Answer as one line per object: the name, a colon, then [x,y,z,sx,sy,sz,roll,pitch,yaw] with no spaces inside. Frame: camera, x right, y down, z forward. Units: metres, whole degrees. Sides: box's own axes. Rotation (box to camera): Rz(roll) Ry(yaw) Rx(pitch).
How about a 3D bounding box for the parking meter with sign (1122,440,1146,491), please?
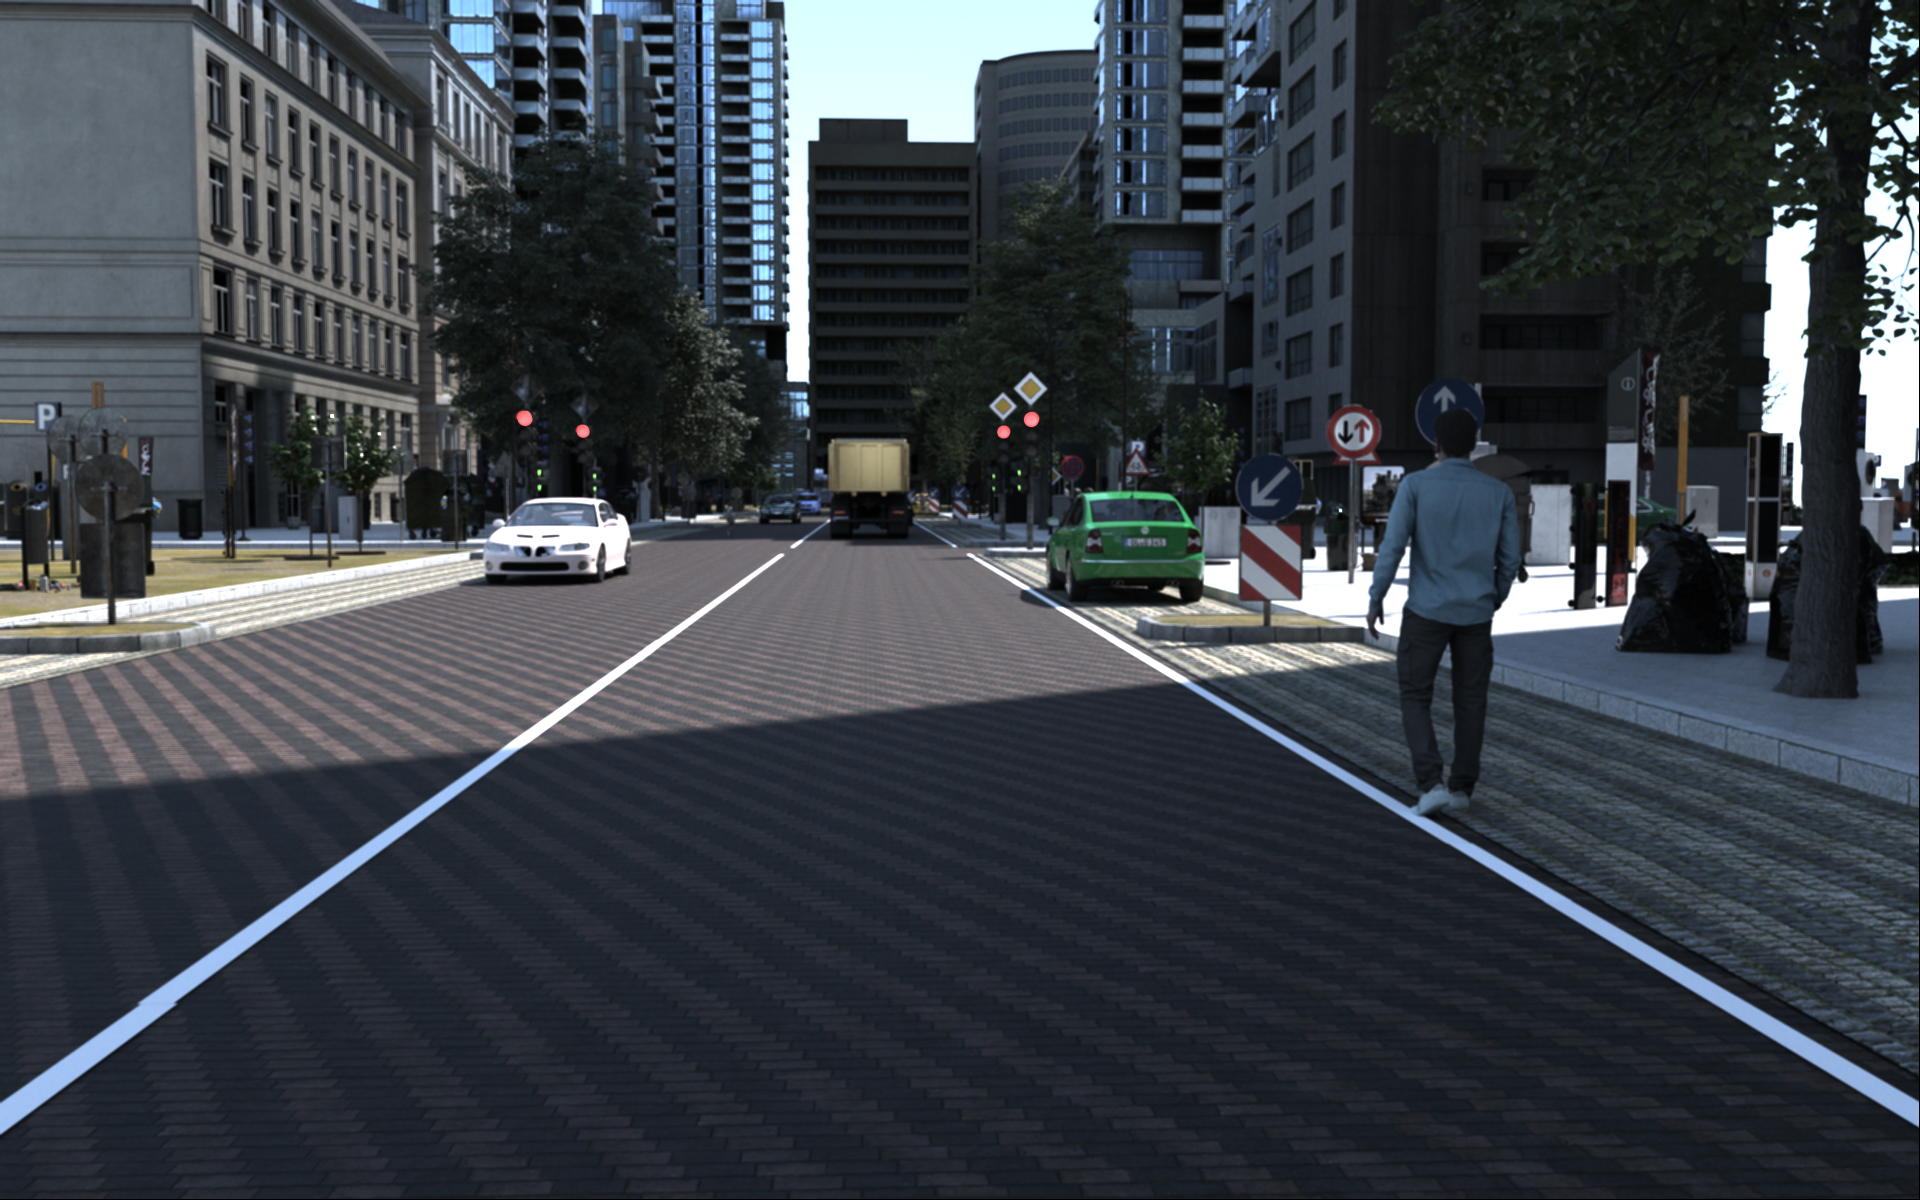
parking meter with sign: [5.470,-3.634,55.676,0.543,3.016,1.738,1,4,23]

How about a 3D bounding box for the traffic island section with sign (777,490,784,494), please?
traffic island section with sign: [-15.434,-8.619,149.546,1.989,1.847,2.006,0,4,-3]

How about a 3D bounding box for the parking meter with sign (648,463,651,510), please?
parking meter with sign: [-17.401,-6.158,96.937,0.543,3.016,1.738,0,4,5]

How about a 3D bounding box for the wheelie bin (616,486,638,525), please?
wheelie bin: [-14.998,-4.332,78.734,0.980,1.594,0.693,-2,4,-31]

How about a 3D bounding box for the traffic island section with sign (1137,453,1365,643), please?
traffic island section with sign: [2.846,-0.543,17.503,1.989,1.847,2.006,0,4,-3]

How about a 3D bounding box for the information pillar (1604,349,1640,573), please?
information pillar: [10.795,-2.255,28.217,0.504,3.616,0.183,3,4,38]

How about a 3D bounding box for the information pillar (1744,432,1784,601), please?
information pillar: [9.661,-0.999,20.823,0.304,2.012,0.304,0,4,4]

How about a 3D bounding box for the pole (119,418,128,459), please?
pole: [-22.435,-3.219,46.467,0.158,3.312,0.155,0,3,0]

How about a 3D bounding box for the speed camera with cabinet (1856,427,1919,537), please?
speed camera with cabinet: [27.642,-3.494,51.460,2.038,3.252,0.660,2,4,24]

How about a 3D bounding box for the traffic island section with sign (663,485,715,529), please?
traffic island section with sign: [-11.222,-3.867,71.846,1.989,1.847,2.006,0,4,-3]

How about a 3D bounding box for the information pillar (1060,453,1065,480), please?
information pillar: [5.897,-6.626,99.685,0.183,3.616,0.504,2,4,34]

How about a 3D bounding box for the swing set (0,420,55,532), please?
swing set: [-20.655,-2.378,36.506,3.119,2.851,2.862,-3,5,-41]

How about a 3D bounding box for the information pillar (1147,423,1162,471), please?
information pillar: [6.422,-4.021,57.098,0.504,3.616,0.183,0,4,-5]

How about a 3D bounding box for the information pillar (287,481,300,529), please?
information pillar: [-24.214,-3.571,62.877,0.304,2.012,0.304,2,4,34]

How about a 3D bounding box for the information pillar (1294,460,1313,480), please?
information pillar: [7.409,-2.015,37.430,0.304,2.012,0.304,-1,4,-19]

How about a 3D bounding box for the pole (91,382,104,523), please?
pole: [-15.734,-2.315,31.688,0.158,3.312,0.155,0,3,0]

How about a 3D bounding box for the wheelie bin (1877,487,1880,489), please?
wheelie bin: [43.877,-4.576,82.731,0.693,1.594,0.980,3,5,44]

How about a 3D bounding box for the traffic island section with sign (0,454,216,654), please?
traffic island section with sign: [-8.225,-0.471,16.336,1.989,1.847,2.006,0,4,-3]

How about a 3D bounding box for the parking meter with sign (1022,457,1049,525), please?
parking meter with sign: [3.345,-4.643,72.180,0.543,3.016,1.738,-3,4,-36]

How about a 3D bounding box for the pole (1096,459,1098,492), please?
pole: [7.954,-6.560,101.105,0.158,3.312,0.155,0,3,0]

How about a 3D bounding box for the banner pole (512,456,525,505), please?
banner pole: [-21.580,-5.772,84.391,0.863,3.779,0.401,-2,4,-32]

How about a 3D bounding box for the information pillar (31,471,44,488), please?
information pillar: [-28.989,-3.057,54.474,0.304,2.012,0.304,-3,4,-37]

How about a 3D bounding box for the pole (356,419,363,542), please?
pole: [-16.011,-3.197,46.117,0.158,3.312,0.155,0,3,0]

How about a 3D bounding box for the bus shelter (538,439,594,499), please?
bus shelter: [-16.906,-5.136,75.258,1.731,3.624,6.357,0,4,-3]

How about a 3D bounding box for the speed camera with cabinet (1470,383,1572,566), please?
speed camera with cabinet: [9.929,-2.255,31.212,2.038,3.252,0.660,0,4,-1]

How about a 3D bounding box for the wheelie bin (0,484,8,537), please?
wheelie bin: [-28.860,-2.705,52.141,0.980,1.594,0.693,0,4,-2]

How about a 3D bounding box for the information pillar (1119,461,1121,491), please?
information pillar: [11.331,-8.049,122.961,0.183,3.616,0.504,0,4,-2]

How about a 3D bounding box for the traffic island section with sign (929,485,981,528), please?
traffic island section with sign: [-0.153,-3.939,73.032,1.989,1.847,2.006,0,4,-3]

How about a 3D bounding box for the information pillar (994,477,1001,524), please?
information pillar: [1.643,-4.217,73.437,0.304,2.012,0.304,-3,5,-44]

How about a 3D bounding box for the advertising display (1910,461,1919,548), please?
advertising display: [18.979,-1.735,33.588,0.974,1.923,0.123,1,4,8]

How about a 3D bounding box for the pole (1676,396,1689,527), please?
pole: [15.068,-2.587,36.133,0.158,3.312,0.155,0,3,0]

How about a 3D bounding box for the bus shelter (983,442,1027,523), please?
bus shelter: [2.120,-5.349,78.740,1.731,3.624,6.357,0,4,-3]

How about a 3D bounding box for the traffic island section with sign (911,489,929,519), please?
traffic island section with sign: [-1.647,-5.612,100.380,1.989,1.847,2.006,0,4,-3]

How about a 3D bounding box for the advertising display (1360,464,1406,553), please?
advertising display: [9.215,-1.991,37.765,0.974,1.923,0.123,0,4,-1]

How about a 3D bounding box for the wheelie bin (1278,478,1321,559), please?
wheelie bin: [6.609,-1.609,34.209,0.980,1.594,0.693,0,4,-8]

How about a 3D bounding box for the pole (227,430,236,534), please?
pole: [-23.269,-3.760,55.323,0.158,3.312,0.155,0,3,0]

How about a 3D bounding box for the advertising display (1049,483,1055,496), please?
advertising display: [4.088,-4.538,79.404,0.123,1.923,0.974,-2,4,-26]

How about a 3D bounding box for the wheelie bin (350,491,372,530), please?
wheelie bin: [-21.545,-3.321,62.200,0.693,1.594,0.980,-3,5,-42]

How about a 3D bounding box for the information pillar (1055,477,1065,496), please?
information pillar: [5.197,-5.165,88.940,0.304,2.012,0.304,1,4,22]

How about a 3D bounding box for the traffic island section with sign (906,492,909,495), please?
traffic island section with sign: [-5.764,-10.274,176.607,1.989,1.847,2.006,0,4,-3]

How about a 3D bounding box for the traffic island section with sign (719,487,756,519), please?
traffic island section with sign: [-12.695,-5.521,98.902,1.989,1.847,2.006,0,4,-3]

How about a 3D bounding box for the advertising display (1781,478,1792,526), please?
advertising display: [32.496,-3.888,68.779,0.974,1.923,0.123,3,5,42]

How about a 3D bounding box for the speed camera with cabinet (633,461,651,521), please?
speed camera with cabinet: [-15.595,-5.396,82.554,2.038,3.252,0.660,3,5,45]

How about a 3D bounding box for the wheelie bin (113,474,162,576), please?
wheelie bin: [-13.116,-1.183,27.256,0.980,1.594,0.693,-2,4,-33]

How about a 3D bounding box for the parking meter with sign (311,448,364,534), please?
parking meter with sign: [-20.321,-3.680,56.428,1.738,3.016,0.543,0,4,6]

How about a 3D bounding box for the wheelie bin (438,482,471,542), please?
wheelie bin: [-13.550,-2.360,46.497,0.693,1.594,0.980,0,4,8]

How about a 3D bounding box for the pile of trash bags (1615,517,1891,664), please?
pile of trash bags: [6.961,-0.242,13.705,1.912,1.369,3.447,-3,5,-42]

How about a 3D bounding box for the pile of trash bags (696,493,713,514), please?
pile of trash bags: [-16.880,-6.277,112.379,1.912,1.369,3.447,1,4,15]
